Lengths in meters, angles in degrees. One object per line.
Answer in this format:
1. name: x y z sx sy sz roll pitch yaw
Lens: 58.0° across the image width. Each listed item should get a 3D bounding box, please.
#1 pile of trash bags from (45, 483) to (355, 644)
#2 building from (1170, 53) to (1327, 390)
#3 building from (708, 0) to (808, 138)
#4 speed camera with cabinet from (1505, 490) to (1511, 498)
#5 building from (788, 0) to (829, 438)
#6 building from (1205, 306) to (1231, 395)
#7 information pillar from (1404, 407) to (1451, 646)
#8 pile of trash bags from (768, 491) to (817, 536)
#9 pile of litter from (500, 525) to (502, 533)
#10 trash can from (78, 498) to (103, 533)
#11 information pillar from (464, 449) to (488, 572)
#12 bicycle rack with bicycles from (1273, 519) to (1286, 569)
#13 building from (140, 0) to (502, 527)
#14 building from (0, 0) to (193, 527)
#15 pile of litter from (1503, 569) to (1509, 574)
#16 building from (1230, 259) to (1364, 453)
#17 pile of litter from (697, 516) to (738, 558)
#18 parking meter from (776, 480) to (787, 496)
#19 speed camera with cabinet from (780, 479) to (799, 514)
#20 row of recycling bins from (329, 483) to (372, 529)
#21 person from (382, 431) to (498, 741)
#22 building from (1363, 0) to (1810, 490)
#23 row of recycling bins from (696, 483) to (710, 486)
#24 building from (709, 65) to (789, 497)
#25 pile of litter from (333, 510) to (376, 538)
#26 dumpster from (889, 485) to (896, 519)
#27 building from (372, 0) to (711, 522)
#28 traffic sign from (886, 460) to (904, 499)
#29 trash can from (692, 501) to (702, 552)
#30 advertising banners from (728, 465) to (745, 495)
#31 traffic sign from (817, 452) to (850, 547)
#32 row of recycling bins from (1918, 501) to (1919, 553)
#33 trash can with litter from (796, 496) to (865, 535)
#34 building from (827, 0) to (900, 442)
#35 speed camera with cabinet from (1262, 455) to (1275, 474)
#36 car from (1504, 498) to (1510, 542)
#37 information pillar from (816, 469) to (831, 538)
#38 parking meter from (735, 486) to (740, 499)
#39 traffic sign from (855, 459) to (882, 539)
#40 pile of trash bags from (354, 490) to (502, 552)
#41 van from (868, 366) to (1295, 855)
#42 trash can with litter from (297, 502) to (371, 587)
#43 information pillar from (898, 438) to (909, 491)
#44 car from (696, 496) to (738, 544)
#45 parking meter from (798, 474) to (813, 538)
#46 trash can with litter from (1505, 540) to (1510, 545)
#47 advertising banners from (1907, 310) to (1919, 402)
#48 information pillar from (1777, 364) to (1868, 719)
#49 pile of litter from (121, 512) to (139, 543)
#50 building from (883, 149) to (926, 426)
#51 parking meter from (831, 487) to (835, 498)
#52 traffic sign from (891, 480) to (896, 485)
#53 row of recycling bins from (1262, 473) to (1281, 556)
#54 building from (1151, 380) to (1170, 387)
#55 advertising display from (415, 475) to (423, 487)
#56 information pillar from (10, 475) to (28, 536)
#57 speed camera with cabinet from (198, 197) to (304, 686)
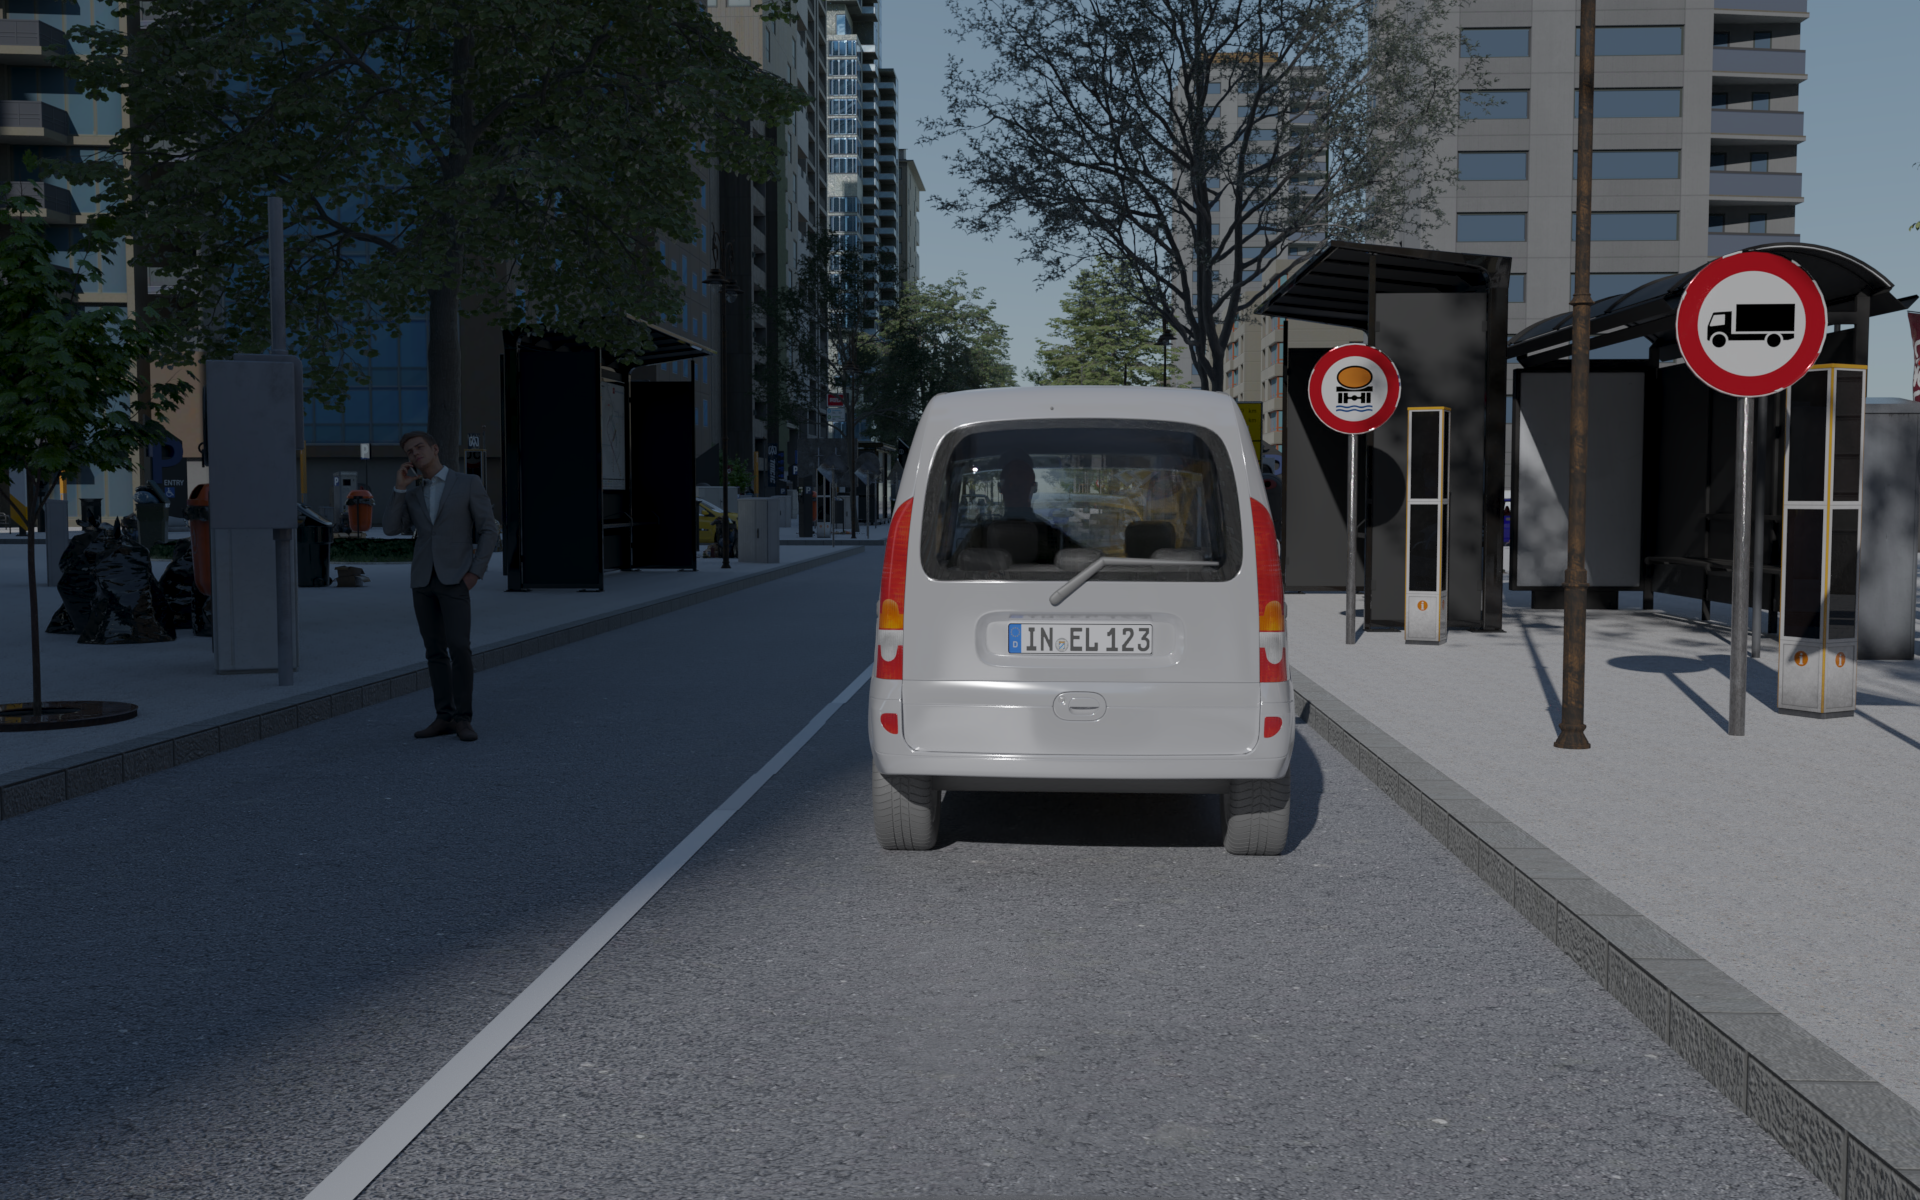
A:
1. pile of trash bags: -6.892 -0.346 15.403 1.912 1.369 3.447 -2 4 -35
2. building: 39.613 -42.589 238.329 21.231 58.520 28.212 0 4 3
3. building: -26.957 -33.626 139.025 28.713 52.752 27.495 0 4 3
4. speed camera with cabinet: 23.765 -5.060 77.062 2.038 3.252 0.660 0 4 2
5. building: -20.975 -44.291 162.403 20.563 71.187 20.611 0 4 3
6. building: 38.971 -19.894 170.305 27.650 21.520 28.899 0 4 3
7. information pillar: 3.990 -0.630 14.785 0.304 2.012 0.304 2 4 27
8. pile of trash bags: -5.952 -2.643 52.972 3.447 1.369 1.912 1 4 9
9. pile of litter: -14.698 -2.622 56.840 1.719 0.858 1.176 1 4 10
10. trash can: -28.933 -2.816 57.691 0.748 1.137 0.748 0 3 0
11. information pillar: -7.979 -1.472 28.567 0.304 2.012 0.304 0 4 -5
12. bicycle rack with bicycles: 5.069 -0.664 24.242 2.925 0.926 2.852 -2 4 -23
13. building: -23.692 -25.816 72.206 14.600 45.320 14.200 0 4 3
14. building: -45.126 -25.627 73.629 28.867 44.769 22.147 0 4 3
15. pile of litter: 8.312 -0.883 28.407 1.176 0.858 1.719 -1 4 -16
16. building: 37.781 -18.131 141.483 27.650 21.520 28.899 0 4 3
17. pile of litter: -4.673 -1.282 34.931 1.719 0.858 1.176 2 4 26
18. parking meter: -7.156 -3.905 69.557 0.399 1.863 0.255 -2 4 -32
19. speed camera with cabinet: -10.769 -7.089 110.245 2.038 3.252 0.660 3 5 43
20. row of recycling bins: -22.196 -3.419 63.008 1.069 1.692 3.534 0 4 -6
21. person: -3.048 -0.092 10.183 0.592 1.802 0.473 2 4 25
22. building: 34.081 -34.040 98.559 21.231 58.520 28.212 0 4 3
23. row of recycling bins: -10.810 -3.468 63.812 3.534 1.692 1.069 0 4 5
24. building: -19.574 -21.106 116.777 14.160 30.474 14.107 0 4 3
25. pile of litter: -17.646 -2.199 49.922 1.719 0.858 1.176 0 4 3
26. dumpster: -3.173 -5.199 90.766 1.264 1.857 1.865 0 4 3
27. building: -21.917 -27.168 94.303 14.600 45.320 14.200 0 4 3
28. traffic sign: -2.401 -4.048 66.182 0.884 2.594 0.081 1 4 12
29. trash can: -5.860 -1.544 36.904 0.748 1.137 0.748 0 3 0
30. advertising banners: -13.094 -6.571 103.616 2.074 3.025 0.090 1 4 8
31. traffic sign: -3.044 -2.325 41.655 0.795 2.450 0.064 0 4 3
32. row of recycling bins: 22.409 -1.906 38.274 3.534 1.692 1.069 0 4 -6
33. trash can with litter: -4.205 -2.717 55.476 2.233 1.210 1.678 2 4 30
34. building: -18.613 -56.532 236.964 22.319 86.520 31.000 0 4 3
35. speed camera with cabinet: 6.428 -2.838 40.739 2.038 3.252 0.660 -2 4 -28
36. car: 14.090 -2.020 45.600 3.894 1.354 1.945 0 4 5
37. information pillar: -3.985 -2.821 50.620 0.304 2.012 0.304 2 4 33
38. parking meter: -7.371 -2.948 56.618 0.372 1.533 0.369 0 3 0
39. traffic sign: -2.633 -2.813 49.630 0.795 2.450 0.064 0 4 3
40. pile of trash bags: -11.921 -1.767 38.636 3.447 1.369 1.912 0 4 -8
41. van: 0.579 -0.078 8.286 2.013 2.044 4.112 0 4 4
42. trash can with litter: -8.732 -0.772 24.004 1.055 1.170 0.624 0 4 -2
43. information pillar: -2.368 -4.972 72.641 0.504 3.616 0.183 1 4 21
44. car: -7.203 -2.189 46.019 3.980 1.641 2.015 0 4 3
45. parking meter: -4.576 -2.786 51.260 0.399 1.863 0.255 -3 5 -43
46. trash can with litter: 13.338 -1.786 40.596 1.055 1.170 0.624 1 4 16
47. advertising banners: 9.857 -1.284 17.187 2.074 3.025 0.090 -3 4 -36
48. information pillar: 4.964 -0.336 9.984 0.304 2.012 0.304 -2 4 -28
49. pile of litter: -19.906 -1.654 41.010 1.176 0.858 1.719 0 4 1
50. building: -20.400 -41.508 267.886 28.713 52.752 27.495 0 4 3
51. parking meter: -5.585 -4.262 75.397 0.255 1.863 0.399 -2 4 -24
52. traffic sign: -2.898 -4.683 78.694 0.606 2.300 0.079 1 4 13
53. row of recycling bins: 5.551 -1.648 34.063 3.534 1.692 1.069 0 4 -1
54. building: 43.821 -25.856 267.782 27.650 21.520 28.899 0 4 3
55. advertising display: -17.801 -3.200 57.538 0.123 1.923 0.974 1 4 8
56. information pillar: -28.484 -3.733 52.382 0.504 3.616 0.183 0 4 1
57. speed camera with cabinet: -5.005 -1.094 12.222 0.660 3.252 2.038 -1 4 -22
